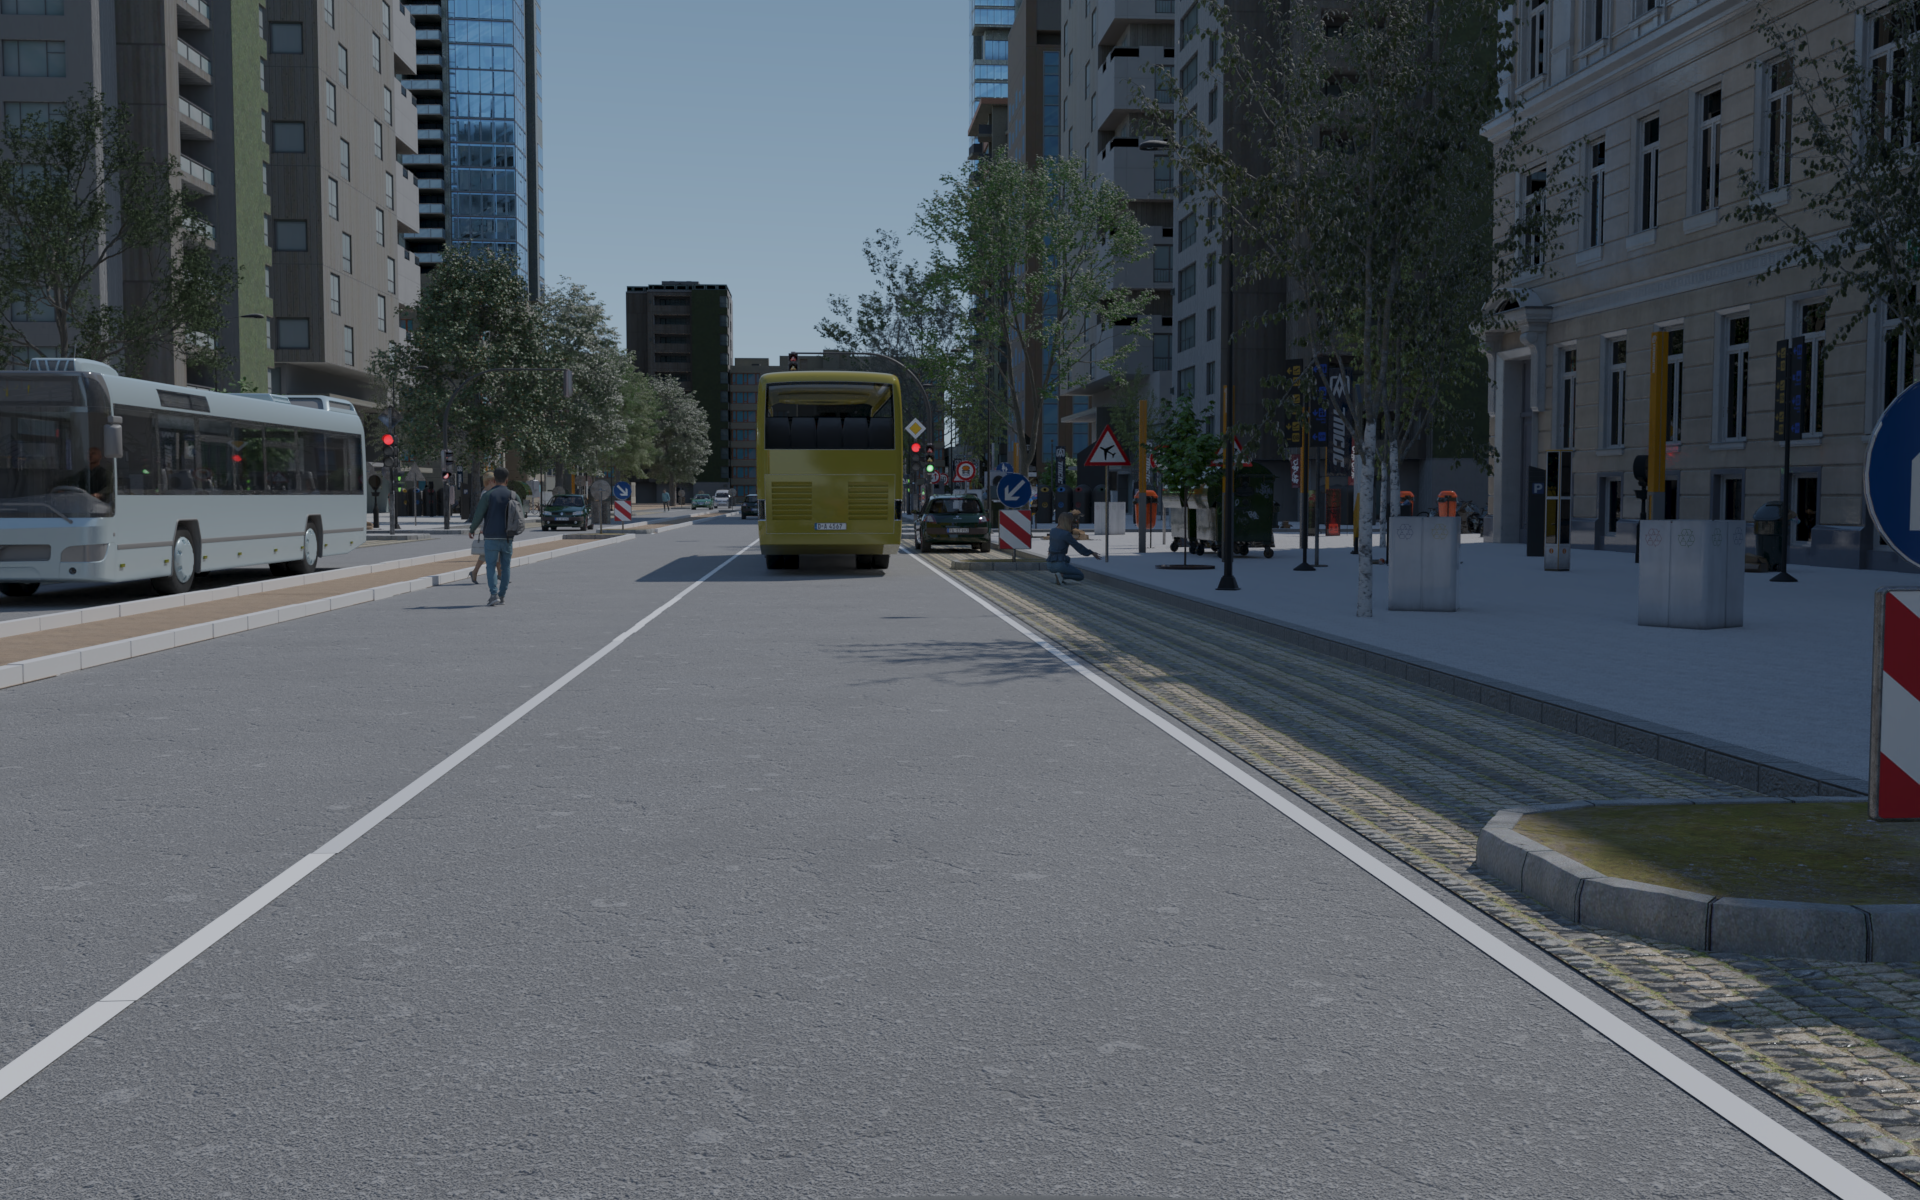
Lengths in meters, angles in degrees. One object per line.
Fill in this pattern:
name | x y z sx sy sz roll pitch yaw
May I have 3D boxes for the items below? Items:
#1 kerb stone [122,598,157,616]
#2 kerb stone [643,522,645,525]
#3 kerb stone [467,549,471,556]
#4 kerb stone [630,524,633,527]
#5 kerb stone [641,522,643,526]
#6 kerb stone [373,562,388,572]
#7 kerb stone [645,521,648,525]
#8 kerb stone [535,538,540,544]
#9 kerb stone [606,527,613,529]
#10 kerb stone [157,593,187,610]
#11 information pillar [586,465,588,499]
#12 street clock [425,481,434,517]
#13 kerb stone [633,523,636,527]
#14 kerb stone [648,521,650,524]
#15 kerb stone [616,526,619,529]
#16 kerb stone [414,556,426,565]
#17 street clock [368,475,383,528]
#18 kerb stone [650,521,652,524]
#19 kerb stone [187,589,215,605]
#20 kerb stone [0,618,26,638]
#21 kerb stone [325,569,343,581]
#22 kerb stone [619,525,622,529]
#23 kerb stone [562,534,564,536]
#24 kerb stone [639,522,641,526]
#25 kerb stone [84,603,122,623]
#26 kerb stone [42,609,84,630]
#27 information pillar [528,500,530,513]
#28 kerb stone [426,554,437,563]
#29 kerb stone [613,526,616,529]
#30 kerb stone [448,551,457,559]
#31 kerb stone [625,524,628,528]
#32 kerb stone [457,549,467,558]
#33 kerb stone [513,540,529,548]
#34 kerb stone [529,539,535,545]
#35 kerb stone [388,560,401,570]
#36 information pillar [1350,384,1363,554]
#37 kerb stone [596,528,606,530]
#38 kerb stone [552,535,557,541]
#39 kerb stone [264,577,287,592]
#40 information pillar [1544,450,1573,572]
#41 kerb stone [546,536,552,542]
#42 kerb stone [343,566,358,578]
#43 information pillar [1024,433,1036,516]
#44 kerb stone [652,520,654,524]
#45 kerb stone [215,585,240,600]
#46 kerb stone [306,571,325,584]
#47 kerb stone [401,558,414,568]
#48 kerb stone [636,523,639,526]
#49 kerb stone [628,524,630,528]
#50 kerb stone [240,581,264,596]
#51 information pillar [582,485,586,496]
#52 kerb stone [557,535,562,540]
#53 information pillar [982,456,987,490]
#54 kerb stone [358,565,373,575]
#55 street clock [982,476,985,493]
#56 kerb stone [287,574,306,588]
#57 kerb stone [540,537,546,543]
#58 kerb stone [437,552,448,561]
kerb stone | -9.830 0.099 20.572 0.120 0.150 1.000 0 4 -5
kerb stone | -14.450 -3.430 78.313 0.120 0.150 1.000 0 4 -5
kerb stone | -11.387 -1.086 39.958 0.120 0.150 1.000 0 4 -5
kerb stone | -14.045 -3.121 73.216 0.120 0.150 1.000 0 4 -5
kerb stone | -14.360 -3.370 77.295 0.120 0.150 1.000 0 4 -5
kerb stone | -10.730 -0.575 31.794 0.120 0.150 1.000 0 4 -5
kerb stone | -14.534 -3.494 79.333 0.120 0.150 1.000 0 4 -5
kerb stone | -12.123 -1.647 49.156 0.120 0.150 1.000 0 4 -5
kerb stone | -13.468 -2.683 66.069 0.120 0.150 1.000 0 4 -5
kerb stone | -9.920 0.039 21.593 0.120 0.150 1.000 0 4 -5
information pillar | -24.215 -7.401 112.365 0.183 3.616 0.504 -1 4 -9
street clock | -29.692 -5.670 97.269 0.358 2.002 0.471 -1 4 -23
kerb stone | -14.128 -3.183 74.235 0.120 0.150 1.000 0 4 -5
kerb stone | -14.613 -3.557 80.358 0.120 0.150 1.000 0 4 -5
kerb stone | -13.638 -2.803 68.109 0.120 0.150 1.000 0 4 -5
kerb stone | -10.972 -0.772 34.857 0.120 0.150 1.000 0 4 -5
street clock | -21.978 -3.706 65.155 0.471 2.002 0.358 0 4 -3
kerb stone | -14.695 -3.620 81.385 0.120 0.150 1.000 0 4 -5
kerb stone | -10.000 -0.026 22.613 0.120 0.150 1.000 0 4 -5
kerb stone | -9.589 0.287 17.505 0.120 0.150 1.000 0 4 -5
kerb stone | -10.487 -0.400 28.732 0.120 0.150 1.000 0 4 -5
kerb stone | -13.723 -2.871 69.129 0.120 0.150 1.000 0 4 -5
kerb stone | -12.529 -1.962 54.273 0.120 0.150 1.000 0 4 -5
kerb stone | -14.289 -3.308 76.275 0.120 0.150 1.000 0 4 -5
kerb stone | -9.757 0.162 19.548 0.120 0.150 1.000 0 4 -5
kerb stone | -9.673 0.227 18.524 0.120 0.150 1.000 0 4 -5
information pillar | -29.605 -6.961 118.307 0.304 2.012 0.304 -3 5 -42
kerb stone | -11.062 -0.837 35.875 0.120 0.150 1.000 0 4 -5
kerb stone | -13.556 -2.746 67.087 0.120 0.150 1.000 0 4 -5
kerb stone | -11.225 -0.962 37.920 0.120 0.150 1.000 0 4 -5
kerb stone | -13.878 -2.996 71.174 0.120 0.150 1.000 0 4 -5
kerb stone | -11.303 -1.022 38.939 0.120 0.150 1.000 0 4 -5
kerb stone | -11.951 -1.524 47.112 0.120 0.150 1.000 0 4 -5
kerb stone | -12.036 -1.586 48.131 0.120 0.150 1.000 0 4 -5
kerb stone | -10.818 -0.650 32.816 0.120 0.150 1.000 0 4 -5
information pillar | 8.452 -2.779 36.792 0.183 3.616 0.504 0 4 3
kerb stone | -13.314 -2.558 64.029 0.120 0.150 1.000 0 4 -5
kerb stone | -12.368 -1.830 52.217 0.120 0.150 1.000 0 4 -5
kerb stone | -10.239 -0.213 25.675 0.120 0.150 1.000 0 4 -5
information pillar | 9.945 -1.486 28.792 0.304 2.012 0.304 -2 4 -30
kerb stone | -12.282 -1.769 51.193 0.120 0.150 1.000 0 4 -5
kerb stone | -10.574 -0.462 29.750 0.120 0.150 1.000 0 4 -5
information pillar | 2.670 -4.582 66.275 0.504 3.616 0.183 0 4 -6
kerb stone | -14.778 -3.680 82.404 0.120 0.150 1.000 0 4 -5
kerb stone | -10.086 -0.081 23.633 0.120 0.150 1.000 0 4 -5
kerb stone | -10.403 -0.337 27.712 0.120 0.150 1.000 0 4 -5
kerb stone | -10.894 -0.712 33.838 0.120 0.150 1.000 0 4 -5
kerb stone | -14.193 -3.245 75.257 0.120 0.150 1.000 0 4 -5
kerb stone | -13.966 -3.058 72.195 0.120 0.150 1.000 0 4 -5
kerb stone | -10.164 -0.150 24.654 0.120 0.150 1.000 0 4 -5
information pillar | -27.827 -7.585 128.514 0.304 2.012 0.304 3 5 42
kerb stone | -12.443 -1.892 53.236 0.120 0.150 1.000 0 4 -5
information pillar | 1.524 -6.950 104.995 0.504 3.616 0.183 3 5 44
kerb stone | -10.660 -0.523 30.774 0.120 0.150 1.000 0 4 -5
street clock | 1.097 -4.017 70.249 0.358 2.002 0.471 2 4 34
kerb stone | -10.325 -0.275 26.693 0.120 0.150 1.000 0 4 -5
kerb stone | -12.198 -1.708 50.175 0.120 0.150 1.000 0 4 -5
kerb stone | -11.140 -0.899 36.899 0.120 0.150 1.000 0 4 -5
